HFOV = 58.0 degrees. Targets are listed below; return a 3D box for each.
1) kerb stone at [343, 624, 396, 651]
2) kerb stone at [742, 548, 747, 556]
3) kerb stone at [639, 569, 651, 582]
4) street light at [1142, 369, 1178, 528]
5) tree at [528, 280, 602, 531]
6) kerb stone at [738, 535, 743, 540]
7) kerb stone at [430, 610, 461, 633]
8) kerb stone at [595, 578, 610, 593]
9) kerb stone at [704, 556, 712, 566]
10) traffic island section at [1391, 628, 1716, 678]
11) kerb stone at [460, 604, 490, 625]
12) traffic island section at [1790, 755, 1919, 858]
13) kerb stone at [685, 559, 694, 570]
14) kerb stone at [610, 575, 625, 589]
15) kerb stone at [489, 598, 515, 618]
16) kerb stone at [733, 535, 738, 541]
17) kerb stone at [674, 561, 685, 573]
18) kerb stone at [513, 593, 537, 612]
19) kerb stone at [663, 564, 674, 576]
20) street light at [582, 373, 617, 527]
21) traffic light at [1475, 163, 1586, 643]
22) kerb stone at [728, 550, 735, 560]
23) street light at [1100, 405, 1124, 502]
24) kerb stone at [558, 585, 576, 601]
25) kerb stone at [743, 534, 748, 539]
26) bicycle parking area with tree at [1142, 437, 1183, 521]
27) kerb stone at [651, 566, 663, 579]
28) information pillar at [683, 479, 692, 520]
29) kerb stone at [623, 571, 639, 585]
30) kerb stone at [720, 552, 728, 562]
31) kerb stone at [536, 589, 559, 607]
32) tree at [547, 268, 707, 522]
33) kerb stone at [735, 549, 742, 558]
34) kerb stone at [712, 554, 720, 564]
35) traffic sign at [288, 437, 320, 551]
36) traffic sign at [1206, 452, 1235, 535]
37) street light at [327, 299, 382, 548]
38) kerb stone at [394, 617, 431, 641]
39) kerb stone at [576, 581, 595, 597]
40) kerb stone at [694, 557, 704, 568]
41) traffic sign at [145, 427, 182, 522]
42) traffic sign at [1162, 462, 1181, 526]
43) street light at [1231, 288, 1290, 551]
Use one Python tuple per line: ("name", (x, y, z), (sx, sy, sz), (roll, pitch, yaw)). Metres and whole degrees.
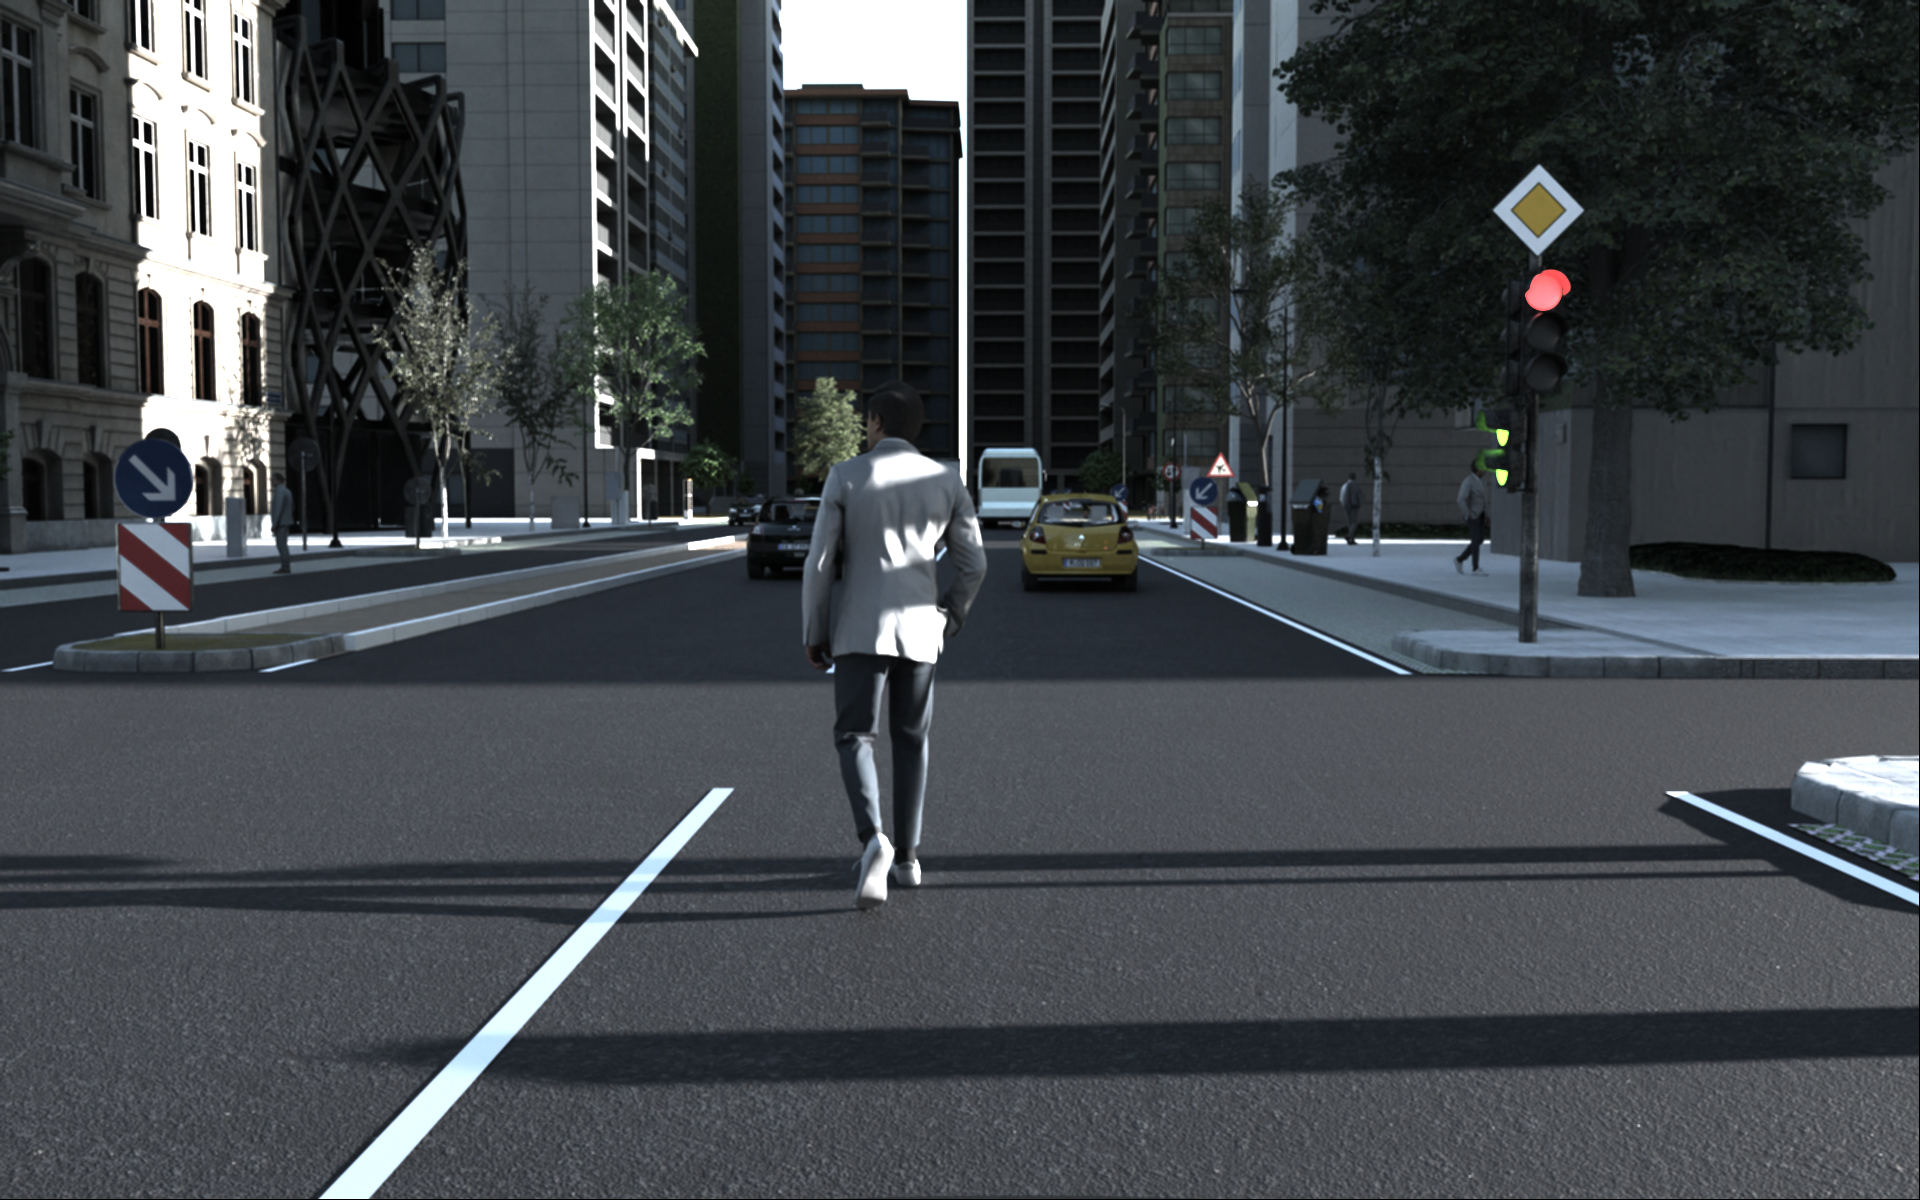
("kerb stone", (-5.551, 0.363, 16.259), (0.120, 0.150, 1.000), (0, 4, 1))
("kerb stone", (-5.059, -1.079, 39.835), (0.120, 0.150, 1.000), (0, 4, 1))
("kerb stone", (-5.294, -0.388, 28.575), (0.120, 0.150, 1.000), (0, 4, 1))
("street light", (7.469, -5.634, 64.660), (1.470, 5.913, 1.316), (0, 4, 1))
("tree", (-14.579, -6.655, 59.180), (4.360, 8.622, 3.978), (0, 3, 0))
("kerb stone", (-6.868, -1.894, 53.168), (0.120, 0.150, 1.000), (0, 4, 1))
("kerb stone", (-5.513, 0.243, 18.304), (0.120, 0.150, 1.000), (0, 4, 1))
("kerb stone", (-5.357, -0.202, 25.496), (0.120, 0.150, 1.000), (0, 4, 1))
("kerb stone", (-5.160, -0.765, 34.713), (0.120, 0.150, 1.000), (0, 4, 1))
("traffic island section", (4.936, 0.446, 14.991), (2.009, 0.180, 2.903), (0, 4, 1))
("kerb stone", (-5.486, 0.178, 19.326), (0.120, 0.150, 1.000), (0, 4, 1))
("traffic island section", (4.766, 0.934, 7.008), (2.009, 0.180, 2.903), (0, 4, 1))
("kerb stone", (-5.204, -0.640, 32.664), (0.120, 0.150, 1.000), (0, 4, 1))
("kerb stone", (-5.340, -0.259, 26.524), (0.120, 0.150, 1.000), (0, 4, 1))
("kerb stone", (-5.463, 0.113, 20.348), (0.120, 0.150, 1.000), (0, 4, 1))
("kerb stone", (-6.886, -1.832, 52.146), (0.120, 0.150, 1.000), (0, 4, 1))
("kerb stone", (-5.222, -0.578, 31.640), (0.120, 0.150, 1.000), (0, 4, 1))
("kerb stone", (-5.439, 0.050, 21.372), (0.120, 0.150, 1.000), (0, 4, 1))
("kerb stone", (-5.249, -0.515, 30.618), (0.120, 0.150, 1.000), (0, 4, 1))
("street light", (-13.841, -5.744, 66.457), (1.470, 5.913, 1.316), (0, 4, 1))
("traffic light", (4.896, -1.588, 14.878), (0.839, 4.253, 0.868), (0, 4, 1))
("kerb stone", (-5.093, -0.950, 37.784), (0.120, 0.150, 1.000), (0, 4, 1))
("street light", (7.952, -7.183, 89.977), (1.470, 5.913, 1.316), (0, 4, 1))
("kerb stone", (-5.407, -0.076, 23.440), (0.120, 0.150, 1.000), (0, 4, 1))
("kerb stone", (-6.847, -1.957, 54.190), (0.120, 0.150, 1.000), (0, 4, 1))
("bicycle parking area with tree", (13.174, -6.084, 86.470), (8.231, 4.147, 9.016), (2, 4, 23))
("kerb stone", (-5.273, -0.453, 29.597), (0.120, 0.150, 1.000), (0, 4, 1))
("information pillar", (-13.688, -5.048, 87.031), (0.304, 2.012, 0.304), (1, 4, 22))
("kerb stone", (-5.314, -0.327, 27.549), (0.120, 0.150, 1.000), (0, 4, 1))
("kerb stone", (-5.115, -0.891, 36.757), (0.120, 0.150, 1.000), (0, 4, 1))
("kerb stone", (-5.415, -0.013, 22.412), (0.120, 0.150, 1.000), (0, 4, 1))
("tree", (-15.202, -9.387, 79.225), (9.928, 11.665, 9.643), (0, 3, 0))
("kerb stone", (-5.082, -1.013, 38.813), (0.120, 0.150, 1.000), (0, 4, 1))
("kerb stone", (-5.136, -0.828, 35.735), (0.120, 0.150, 1.000), (0, 4, 1))
("traffic sign", (-14.790, -2.381, 39.028), (0.768, 2.556, 0.104), (1, 4, 8))
("traffic sign", (8.090, -3.291, 53.811), (0.884, 2.594, 0.081), (0, 4, 7))
("street light", (-14.417, -4.205, 41.295), (1.470, 5.913, 1.316), (0, 4, 1))
("kerb stone", (-5.528, 0.301, 17.282), (0.120, 0.150, 1.000), (0, 4, 1))
("kerb stone", (-5.373, -0.139, 24.466), (0.120, 0.150, 1.000), (0, 4, 1))
("kerb stone", (-5.177, -0.703, 33.691), (0.120, 0.150, 1.000), (0, 4, 1))
("traffic sign", (-15.255, -2.019, 33.119), (0.768, 2.556, 0.104), (0, 4, 4))
("traffic sign", (8.370, -4.183, 68.491), (0.768, 2.556, 0.104), (1, 4, 9))
("street light", (6.811, -4.078, 39.218), (1.470, 5.913, 1.316), (0, 4, 1))
